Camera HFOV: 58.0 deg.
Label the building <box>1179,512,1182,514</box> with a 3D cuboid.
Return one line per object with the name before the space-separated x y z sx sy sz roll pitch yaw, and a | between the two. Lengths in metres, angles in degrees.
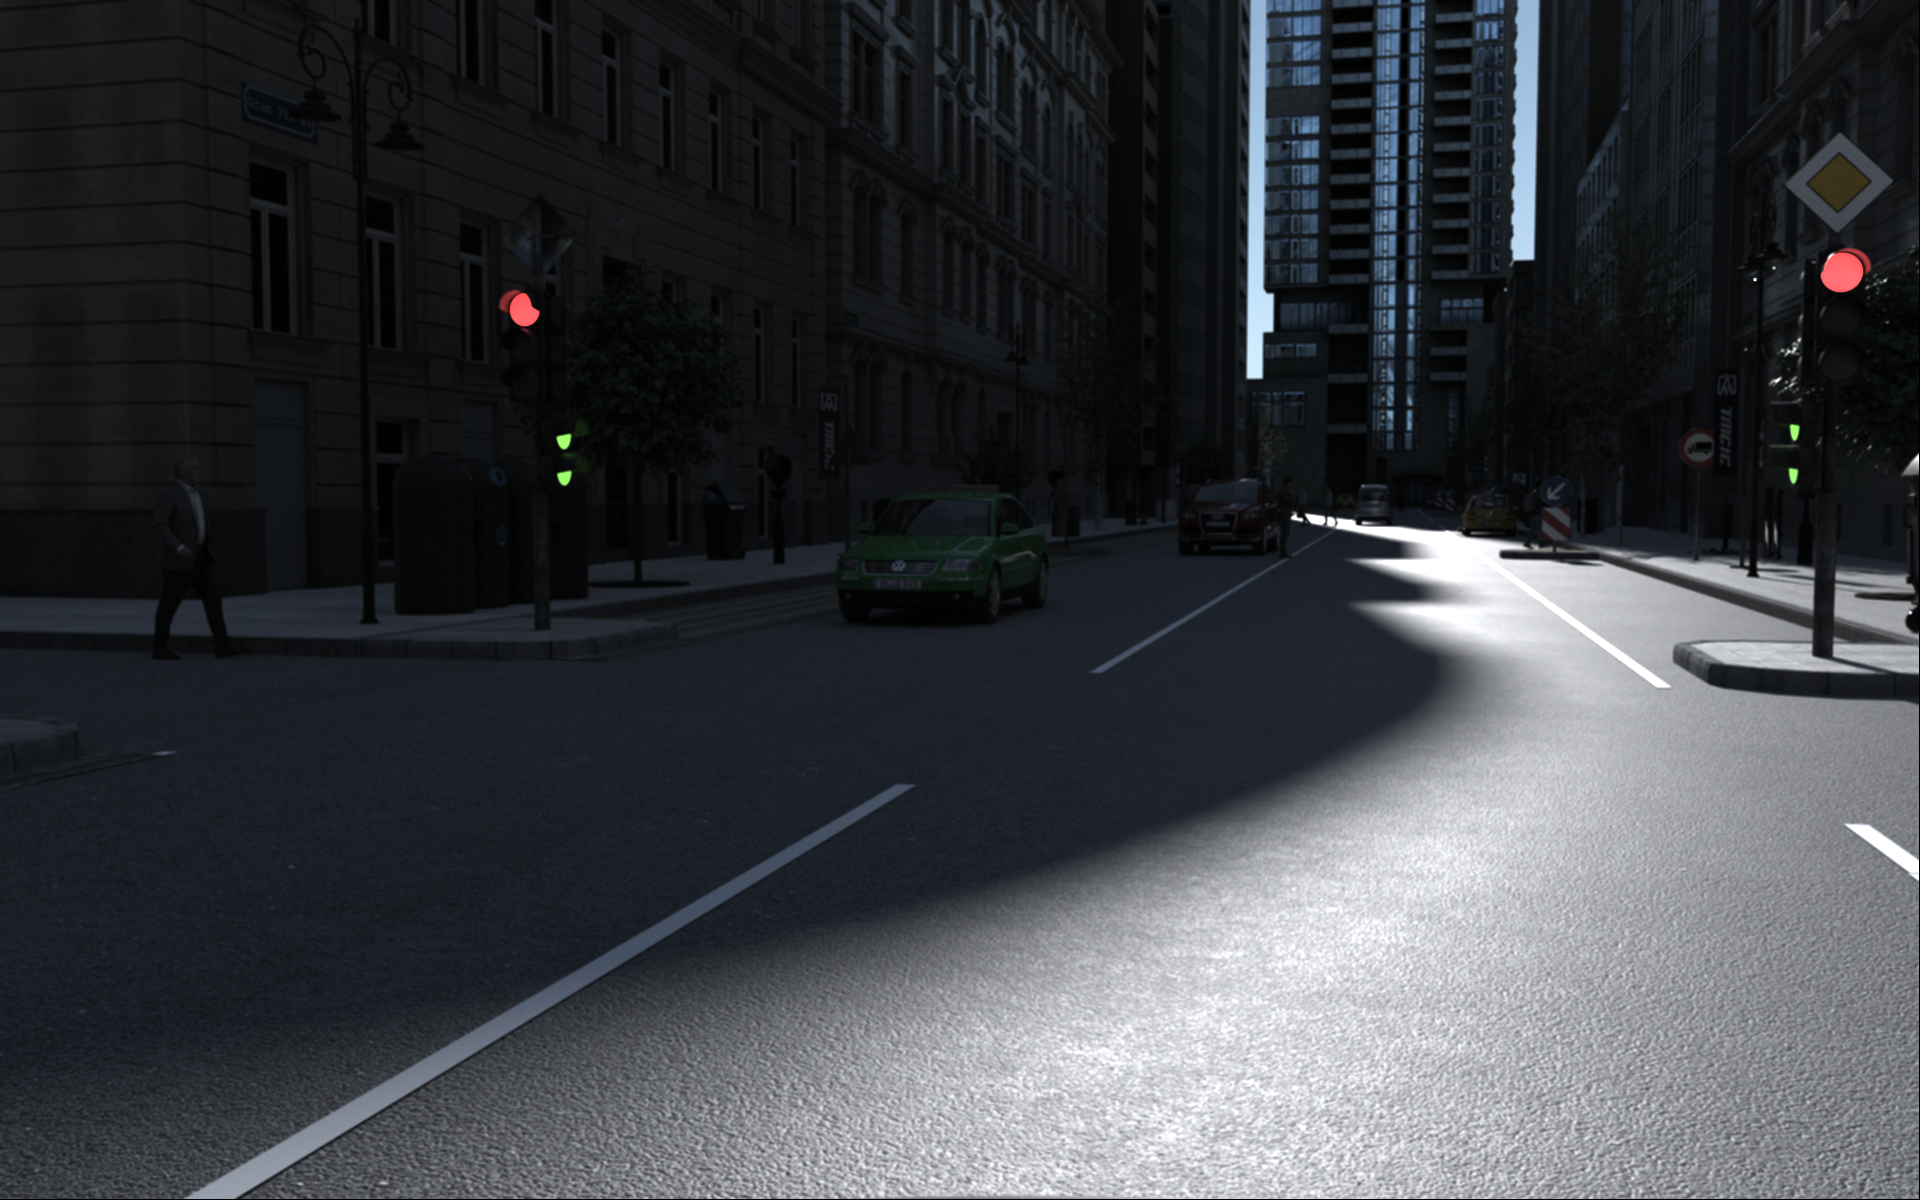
building | 6.327 -35.319 119.464 21.231 58.520 28.212 1 4 14

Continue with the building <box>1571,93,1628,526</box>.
building | 33.297 -13.530 75.971 10.420 20.320 16.860 1 4 14

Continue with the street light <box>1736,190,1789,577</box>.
street light | 12.290 -3.295 26.669 0.468 5.910 1.993 1 4 14

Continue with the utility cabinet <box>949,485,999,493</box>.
utility cabinet | 0.345 -2.042 42.067 1.173 1.500 0.318 1 4 12

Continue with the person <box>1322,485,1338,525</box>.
person | 16.903 -4.333 79.204 0.748 1.841 0.638 3 5 40

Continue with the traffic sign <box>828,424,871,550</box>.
traffic sign | -2.056 -1.962 32.081 0.884 2.594 0.081 2 4 24

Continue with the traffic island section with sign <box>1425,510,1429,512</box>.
traffic island section with sign | 38.416 -7.987 139.221 1.989 1.847 2.006 1 4 14

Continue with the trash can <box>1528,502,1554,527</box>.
trash can | 20.453 -2.981 60.387 0.748 1.137 0.748 0 3 0

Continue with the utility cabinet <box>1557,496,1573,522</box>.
utility cabinet | 28.210 -4.262 80.848 0.306 1.237 1.020 -1 4 -10

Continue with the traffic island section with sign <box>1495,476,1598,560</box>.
traffic island section with sign | 13.154 -1.844 38.771 1.989 1.847 2.006 1 4 14

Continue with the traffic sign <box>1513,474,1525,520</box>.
traffic sign | 27.480 -5.079 85.173 0.606 2.300 0.079 1 4 15

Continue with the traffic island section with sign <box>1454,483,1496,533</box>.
traffic island section with sign | 19.888 -3.481 65.537 1.989 1.847 2.006 1 4 14

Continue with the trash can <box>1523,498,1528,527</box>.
trash can | 22.014 -3.360 66.590 0.748 1.137 0.748 0 3 0

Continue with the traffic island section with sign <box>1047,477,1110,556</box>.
traffic island section with sign | 2.477 -1.958 40.636 1.989 1.847 2.006 1 4 14

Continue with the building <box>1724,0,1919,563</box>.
building | 25.157 -15.199 35.889 14.401 28.519 23.554 1 4 14

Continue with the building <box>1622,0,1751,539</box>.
building | 29.700 -14.637 57.344 12.078 24.808 19.932 1 4 14

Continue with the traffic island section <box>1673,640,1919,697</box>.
traffic island section | 6.837 0.526 13.685 2.009 0.180 2.903 1 4 14

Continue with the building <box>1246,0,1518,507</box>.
building | 44.132 -53.089 180.674 31.000 86.520 22.319 1 4 14

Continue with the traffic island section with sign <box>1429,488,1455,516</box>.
traffic island section with sign | 31.692 -6.352 112.490 1.989 1.847 2.006 1 4 14

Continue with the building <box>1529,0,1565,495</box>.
building | 47.781 -34.743 110.043 21.231 58.520 28.212 1 4 14

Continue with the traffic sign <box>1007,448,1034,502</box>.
traffic sign | 1.644 -2.963 48.451 0.884 2.594 0.081 1 4 18

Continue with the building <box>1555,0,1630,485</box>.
building | 39.440 -26.939 90.568 14.600 45.320 14.200 1 4 14

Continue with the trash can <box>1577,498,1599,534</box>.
trash can | 20.253 -2.706 55.904 0.748 1.137 0.748 0 3 0

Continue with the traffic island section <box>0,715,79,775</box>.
traffic island section | -5.915 0.834 8.651 2.009 0.180 2.903 1 4 14

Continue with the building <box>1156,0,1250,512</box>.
building | 11.087 -37.407 153.596 28.212 58.520 21.231 1 4 14

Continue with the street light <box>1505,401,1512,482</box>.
street light | 26.836 -6.853 84.834 0.468 5.910 1.993 1 4 14

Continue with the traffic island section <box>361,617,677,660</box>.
traffic island section | -3.968 0.360 16.396 2.009 0.180 2.903 1 4 14

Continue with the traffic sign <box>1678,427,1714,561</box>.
traffic sign | 14.143 -2.023 33.178 0.768 2.556 0.104 1 4 14

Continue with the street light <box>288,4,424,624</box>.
street light | -5.854 -2.703 16.986 0.468 5.910 1.993 1 4 14

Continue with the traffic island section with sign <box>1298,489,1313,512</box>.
traffic island section with sign | 27.813 -8.124 141.456 1.989 1.847 2.006 1 4 14

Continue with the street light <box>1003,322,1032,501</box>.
street light | 1.549 -4.515 46.601 0.468 5.910 1.993 1 4 14

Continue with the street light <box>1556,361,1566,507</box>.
street light | 19.447 -5.076 55.781 0.468 5.910 1.993 1 4 14

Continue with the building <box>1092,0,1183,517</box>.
building | 4.747 -20.003 98.745 14.160 30.474 14.107 1 4 14

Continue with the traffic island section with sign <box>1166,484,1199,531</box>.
traffic island section with sign | 9.048 -3.557 66.781 1.989 1.847 2.006 1 4 14

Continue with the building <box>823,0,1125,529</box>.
building | -0.972 -17.934 80.610 14.401 28.519 23.554 1 4 14

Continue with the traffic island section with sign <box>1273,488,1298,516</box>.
traffic island section with sign | 21.245 -6.525 115.310 1.989 1.847 2.006 1 4 14

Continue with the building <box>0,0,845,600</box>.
building | -11.764 -14.431 33.203 12.463 27.353 25.104 1 4 14

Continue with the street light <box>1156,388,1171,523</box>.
street light | 8.914 -6.299 75.775 0.468 5.910 1.993 1 4 14

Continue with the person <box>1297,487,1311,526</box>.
person | 15.272 -4.156 76.944 0.515 1.767 0.782 0 4 -2

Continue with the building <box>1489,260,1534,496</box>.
building | 57.836 -17.981 139.026 27.650 21.520 28.899 1 4 14

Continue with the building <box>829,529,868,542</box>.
building | -6.351 -16.518 57.457 14.401 28.519 23.554 1 4 14

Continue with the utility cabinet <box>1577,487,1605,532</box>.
utility cabinet | 20.924 -2.984 57.462 1.173 1.500 0.318 -3 5 -40

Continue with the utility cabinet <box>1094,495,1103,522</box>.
utility cabinet | 6.282 -4.129 78.674 0.306 1.237 1.020 1 4 12

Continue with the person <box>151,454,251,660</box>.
person | -6.624 -0.374 15.010 0.834 1.777 0.661 0 4 6
